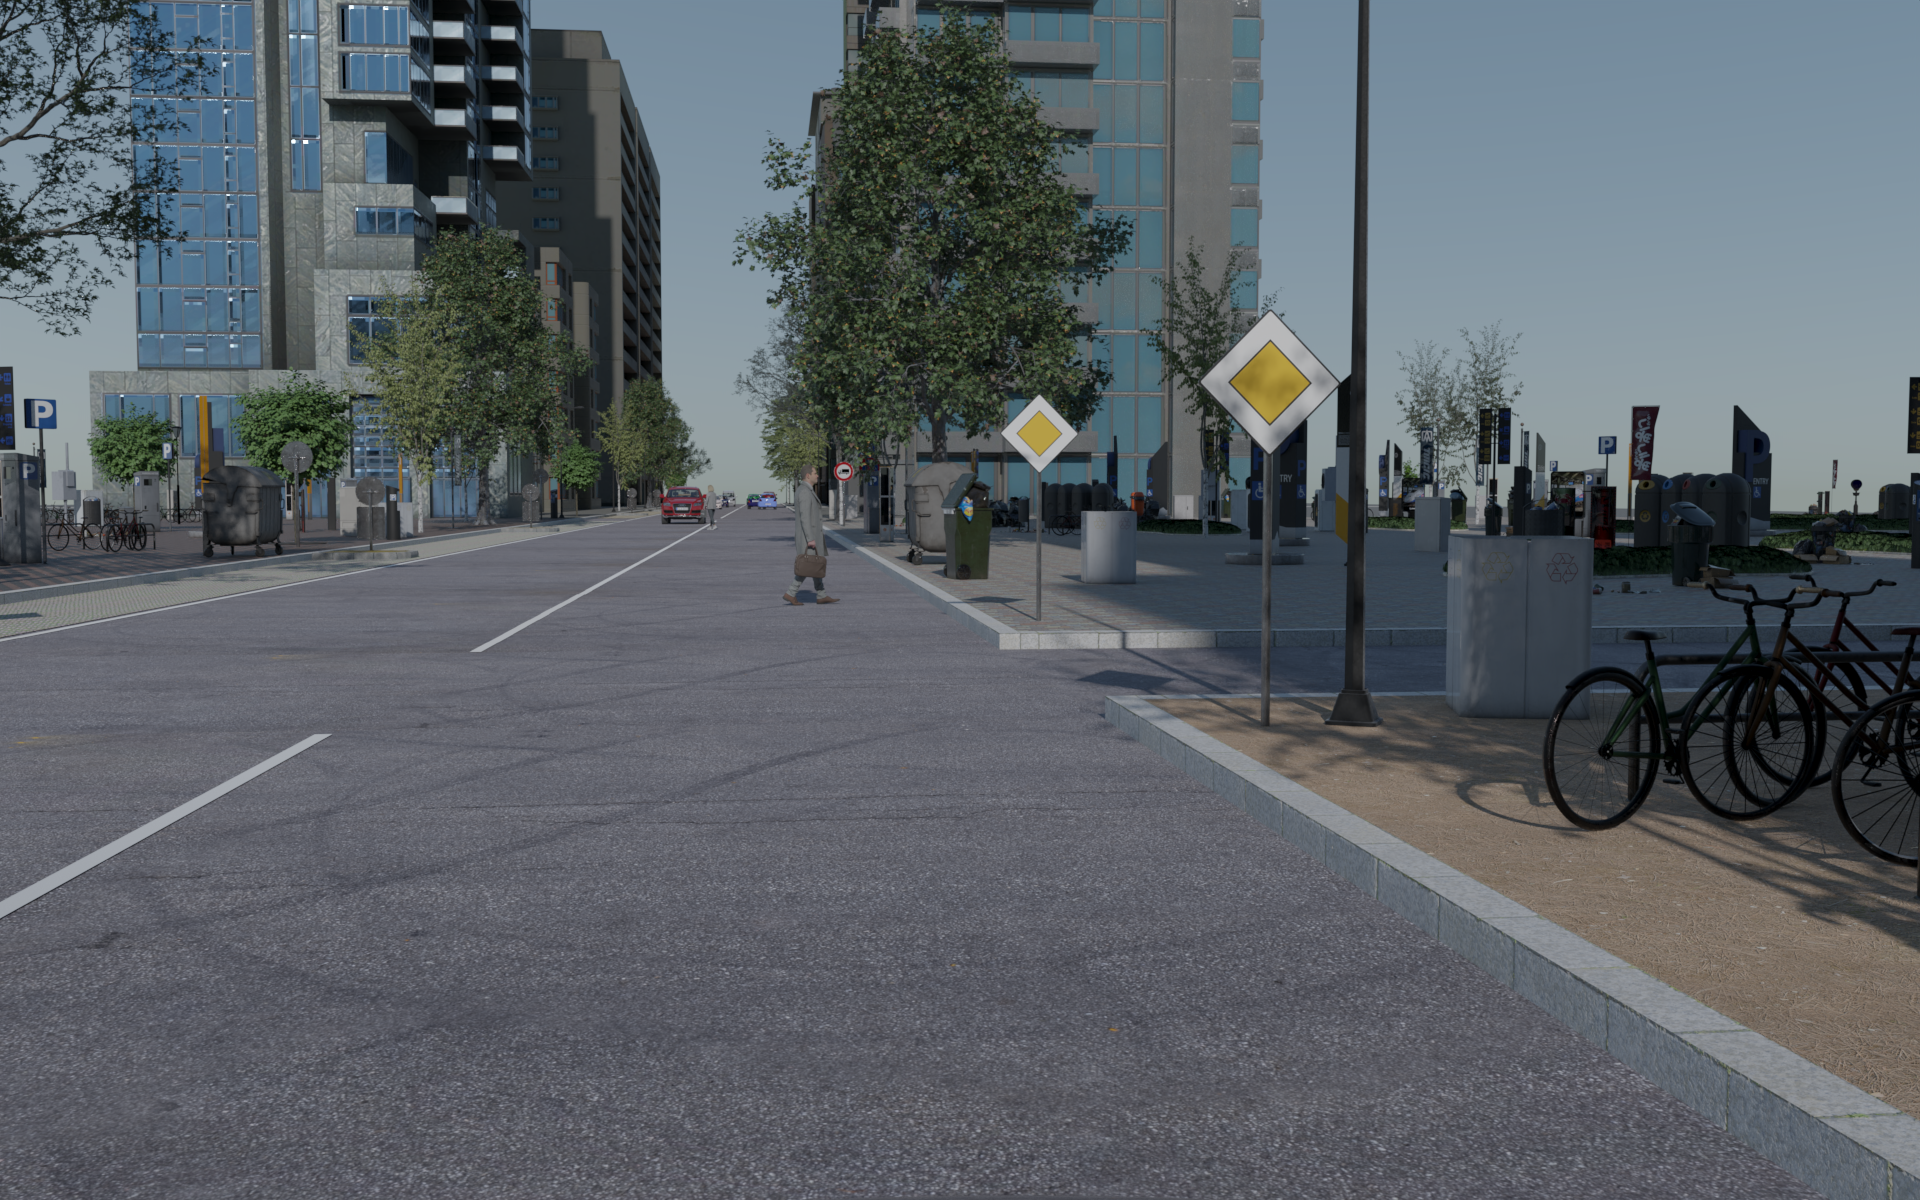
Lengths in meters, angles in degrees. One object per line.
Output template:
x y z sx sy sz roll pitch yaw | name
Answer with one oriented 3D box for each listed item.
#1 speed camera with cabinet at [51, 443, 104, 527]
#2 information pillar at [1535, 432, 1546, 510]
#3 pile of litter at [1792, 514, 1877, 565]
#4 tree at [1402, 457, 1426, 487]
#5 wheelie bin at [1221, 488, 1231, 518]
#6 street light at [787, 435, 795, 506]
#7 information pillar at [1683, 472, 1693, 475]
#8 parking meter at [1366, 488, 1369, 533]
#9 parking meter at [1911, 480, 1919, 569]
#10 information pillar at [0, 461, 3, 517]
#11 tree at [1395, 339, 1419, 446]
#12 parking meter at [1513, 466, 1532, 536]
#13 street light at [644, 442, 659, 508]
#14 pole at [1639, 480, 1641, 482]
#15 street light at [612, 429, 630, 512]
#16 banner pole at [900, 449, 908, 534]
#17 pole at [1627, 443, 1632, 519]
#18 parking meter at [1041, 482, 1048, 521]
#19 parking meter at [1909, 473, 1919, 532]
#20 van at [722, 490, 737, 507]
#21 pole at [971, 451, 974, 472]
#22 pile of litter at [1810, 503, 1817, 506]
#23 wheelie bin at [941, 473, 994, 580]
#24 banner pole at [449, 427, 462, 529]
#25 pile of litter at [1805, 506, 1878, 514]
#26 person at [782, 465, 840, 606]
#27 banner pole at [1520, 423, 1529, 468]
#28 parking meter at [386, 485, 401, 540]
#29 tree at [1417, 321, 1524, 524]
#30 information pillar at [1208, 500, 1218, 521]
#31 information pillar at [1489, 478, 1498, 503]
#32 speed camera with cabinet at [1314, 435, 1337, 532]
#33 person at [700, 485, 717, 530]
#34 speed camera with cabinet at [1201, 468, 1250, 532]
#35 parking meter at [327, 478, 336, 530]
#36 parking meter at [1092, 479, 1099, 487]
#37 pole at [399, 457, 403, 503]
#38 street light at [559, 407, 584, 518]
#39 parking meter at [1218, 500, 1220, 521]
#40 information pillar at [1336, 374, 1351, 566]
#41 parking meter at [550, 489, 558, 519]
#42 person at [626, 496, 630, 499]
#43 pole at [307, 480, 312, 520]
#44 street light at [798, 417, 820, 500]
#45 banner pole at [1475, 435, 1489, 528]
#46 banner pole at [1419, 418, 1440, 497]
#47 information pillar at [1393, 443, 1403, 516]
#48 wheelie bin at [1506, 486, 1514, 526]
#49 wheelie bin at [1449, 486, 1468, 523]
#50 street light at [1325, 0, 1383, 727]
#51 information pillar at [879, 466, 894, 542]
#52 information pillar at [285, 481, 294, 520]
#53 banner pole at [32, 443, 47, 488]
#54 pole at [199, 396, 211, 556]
-34.288 -4.462 67.292 0.660 3.252 2.038 1 4 16 | speed camera with cabinet
22.096 -4.565 65.985 0.504 3.616 0.183 -2 4 -35 | information pillar
15.930 -1.105 32.035 1.176 0.858 1.719 -2 4 -30 | pile of litter
23.037 -5.778 89.065 1.663 3.219 1.824 0 3 0 | tree
14.282 -5.179 92.577 0.693 1.594 0.980 -1 4 -12 | wheelie bin
-12.707 -10.029 136.522 1.470 5.913 1.316 0 4 -6 | street light
24.689 -3.321 58.792 0.304 2.012 0.304 2 4 32 | information pillar
13.247 -2.973 57.012 0.372 1.533 0.369 0 3 0 | parking meter
16.623 -1.311 29.846 0.372 1.533 0.369 0 3 0 | parking meter
-21.328 -2.095 38.747 0.304 2.012 0.304 3 5 40 | information pillar
22.355 -8.036 81.748 4.360 8.622 3.978 0 3 0 | tree
11.751 -1.864 36.183 0.255 1.863 0.399 3 5 43 | parking meter
-27.672 -11.161 155.027 1.470 5.913 1.316 0 4 -6 | street light
24.541 -4.193 62.399 0.158 3.312 0.155 0 3 0 | pole
-24.167 -9.231 123.474 1.470 5.913 1.316 0 4 -6 | street light
-1.702 -3.990 55.254 0.401 3.779 0.863 0 4 -3 | banner pole
26.991 -4.643 69.754 0.158 3.312 0.155 0 3 0 | pole
4.228 -4.976 87.069 0.399 1.863 0.255 -3 5 -44 | parking meter
26.079 -2.534 47.150 0.399 1.863 0.255 -2 4 -26 | parking meter
-26.351 -11.628 197.129 2.013 2.044 4.112 0 4 -7 | van
0.610 -5.451 82.969 0.158 3.312 0.155 0 3 0 | pole
38.914 -3.952 78.578 1.719 0.858 1.176 0 4 6 | pile of litter
0.120 -1.119 26.204 0.693 1.594 0.980 -1 4 -20 | wheelie bin
-18.752 -4.550 64.410 0.863 3.779 0.401 3 5 42 | banner pole
25.151 -2.150 49.116 1.176 0.858 1.719 -3 4 -38 | pile of litter
-1.920 -0.841 22.355 0.767 1.812 0.694 -1 4 -9 | person
19.706 -4.313 60.527 0.401 3.779 0.863 0 4 -5 | banner pole
-15.879 -2.453 48.520 0.372 1.533 0.369 0 3 0 | parking meter
21.942 -7.529 73.464 4.360 8.622 3.978 0 3 0 | tree
9.601 -3.749 65.793 0.304 2.012 0.304 -1 4 -16 | information pillar
25.129 -4.718 81.625 0.304 2.012 0.304 -2 4 -27 | information pillar
12.549 -3.962 59.107 0.660 3.252 2.038 0 4 3 | speed camera with cabinet
-9.973 -3.693 69.065 0.728 1.800 0.709 3 5 44 | person
9.629 -4.119 61.685 2.038 3.252 0.660 1 4 13 | speed camera with cabinet
-22.422 -3.429 61.782 0.255 1.863 0.399 -2 4 -26 | parking meter
5.331 -3.824 68.237 0.255 1.863 0.399 0 4 1 | parking meter
-28.638 -5.804 88.746 0.158 3.312 0.155 0 3 0 | pole
-20.626 -7.302 91.925 1.470 5.913 1.316 0 4 -6 | street light
10.137 -3.696 68.840 0.372 1.533 0.369 0 3 0 | parking meter
6.947 -2.411 30.772 0.504 3.616 0.183 1 4 19 | information pillar
-21.305 -5.045 90.900 0.372 1.533 0.369 0 3 0 | parking meter
-32.706 -9.962 171.244 0.599 1.838 0.709 3 5 44 | person
-32.527 -5.672 86.584 0.158 3.312 0.155 0 3 0 | pole
-9.112 -8.100 104.980 1.470 5.913 1.316 0 4 -6 | street light
19.506 -4.561 64.586 0.863 3.779 0.401 -2 4 -31 | banner pole
15.507 -4.098 57.025 0.863 3.779 0.401 -1 4 -9 | banner pole
20.025 -5.376 79.254 0.183 3.616 0.504 -2 4 -30 | information pillar
22.439 -3.776 69.653 0.693 1.594 0.980 -3 4 -38 | wheelie bin
19.279 -3.612 66.960 0.693 1.594 0.980 1 4 18 | wheelie bin
1.668 -2.258 9.463 1.470 5.913 1.316 0 4 -6 | street light
-1.950 -2.547 46.129 0.304 2.012 0.304 1 4 18 | information pillar
-32.909 -4.925 85.022 0.304 2.012 0.304 -1 4 -8 | information pillar
-44.892 -5.775 84.444 0.401 3.779 0.863 2 4 25 | banner pole
-15.678 -2.576 35.967 0.158 3.312 0.155 0 3 0 | pole
